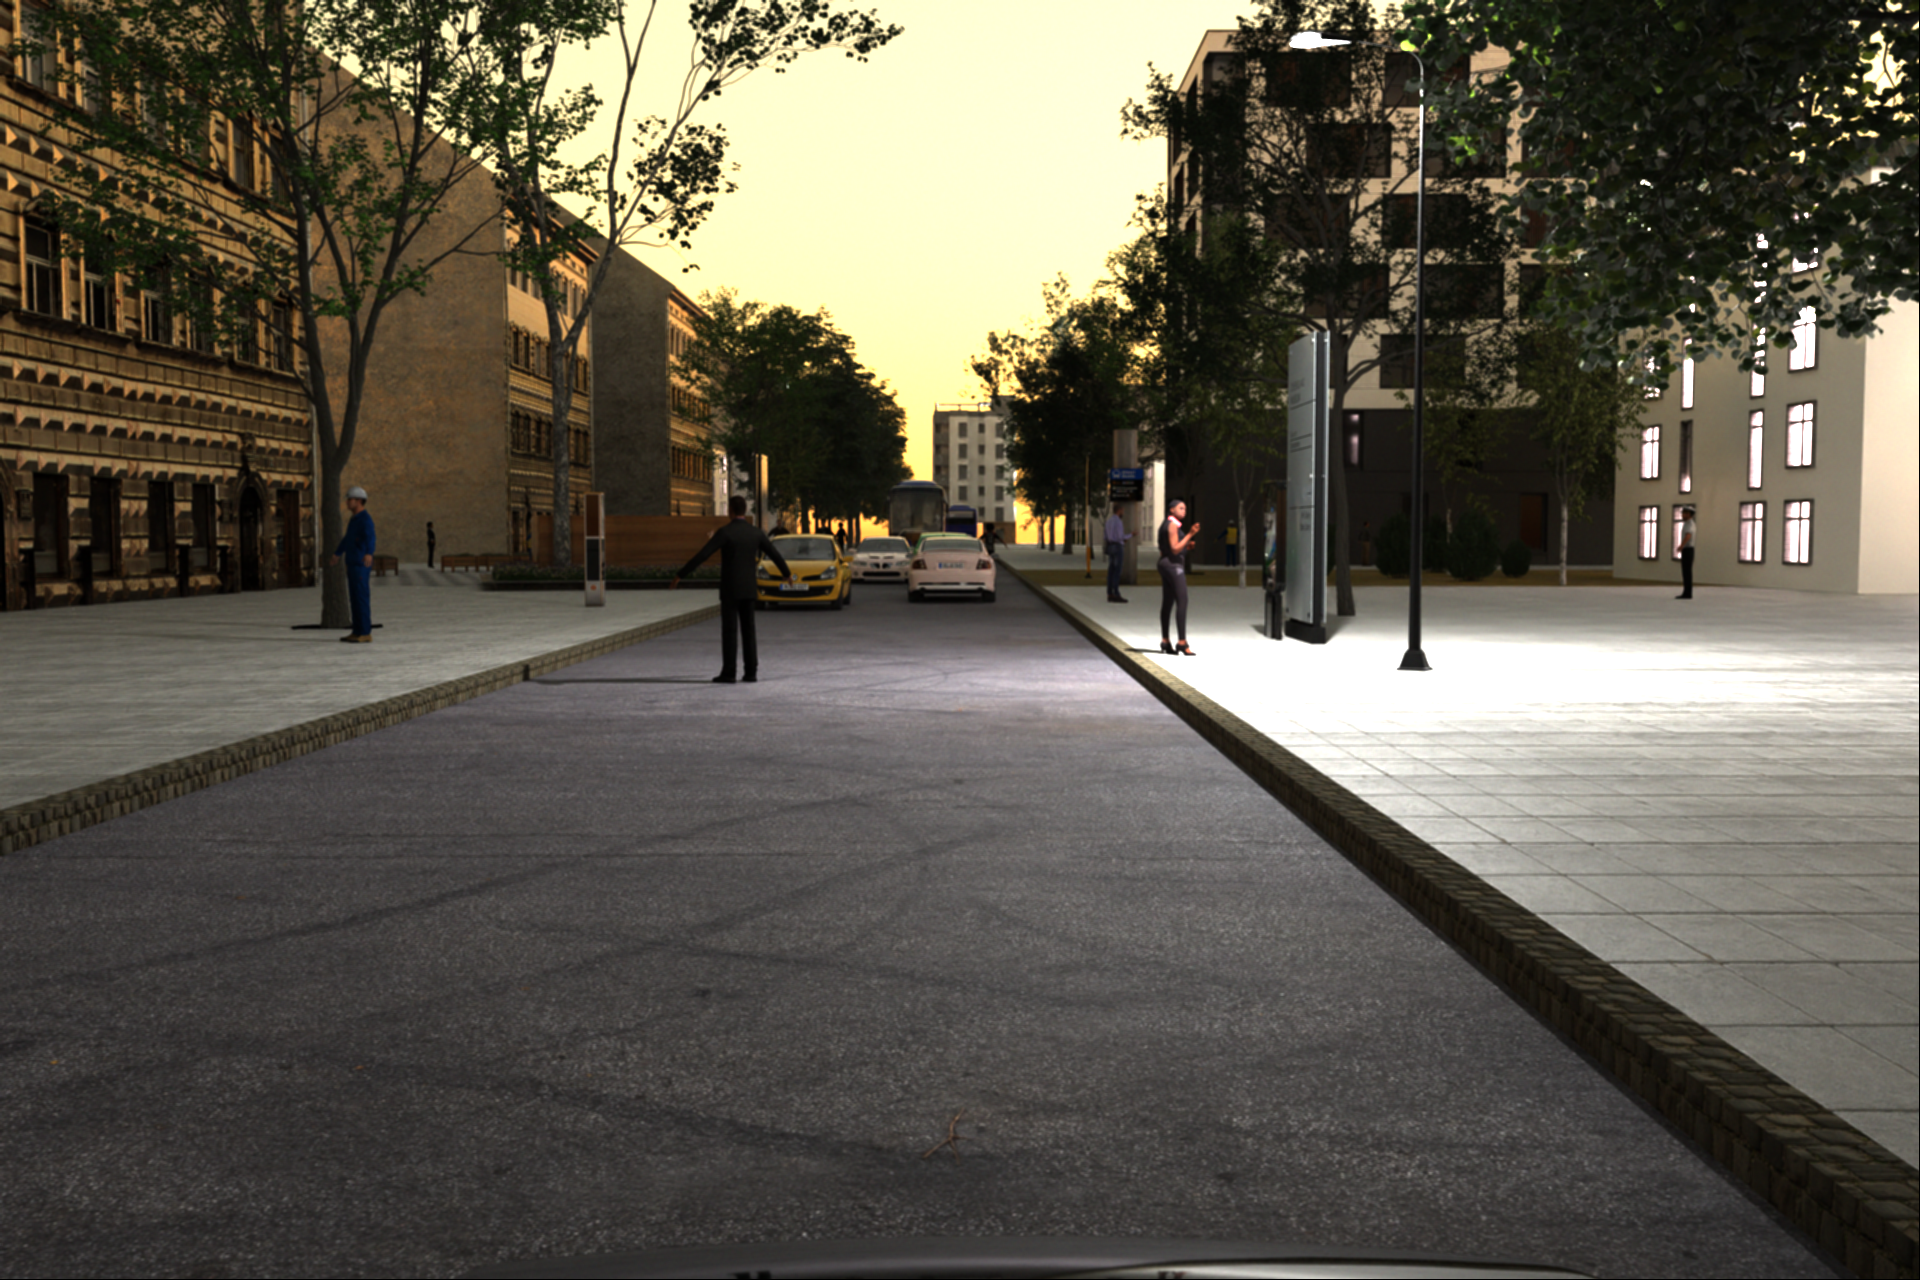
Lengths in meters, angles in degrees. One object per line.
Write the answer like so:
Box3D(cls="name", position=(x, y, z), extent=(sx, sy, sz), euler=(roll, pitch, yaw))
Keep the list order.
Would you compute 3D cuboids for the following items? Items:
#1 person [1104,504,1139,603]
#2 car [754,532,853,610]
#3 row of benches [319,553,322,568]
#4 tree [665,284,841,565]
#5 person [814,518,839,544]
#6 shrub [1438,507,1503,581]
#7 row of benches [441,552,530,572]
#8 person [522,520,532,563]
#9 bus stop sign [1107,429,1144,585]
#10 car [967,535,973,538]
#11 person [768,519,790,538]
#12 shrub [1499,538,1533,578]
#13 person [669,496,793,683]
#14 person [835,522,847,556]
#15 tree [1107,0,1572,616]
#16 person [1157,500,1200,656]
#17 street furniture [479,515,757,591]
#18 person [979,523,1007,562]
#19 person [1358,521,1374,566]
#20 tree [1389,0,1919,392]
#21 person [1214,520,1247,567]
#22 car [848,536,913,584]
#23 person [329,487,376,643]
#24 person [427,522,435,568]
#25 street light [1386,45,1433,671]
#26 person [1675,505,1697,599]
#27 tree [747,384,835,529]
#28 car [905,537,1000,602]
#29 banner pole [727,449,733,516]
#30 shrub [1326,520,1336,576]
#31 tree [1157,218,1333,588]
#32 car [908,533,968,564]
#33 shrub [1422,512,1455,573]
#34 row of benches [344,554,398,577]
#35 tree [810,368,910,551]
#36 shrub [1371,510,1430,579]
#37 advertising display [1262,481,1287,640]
Box3D(cls="person", position=(3.044, -1.630, 32.565), extent=(0.599, 1.838, 0.709), euler=(-2, 4, -24))
Box3D(cls="car", position=(-3.060, -1.443, 33.815), extent=(2.015, 1.641, 3.980), euler=(0, 4, 0))
Box3D(cls="row of benches", position=(-22.190, -2.487, 56.127), extent=(4.104, 0.672, 1.422), euler=(-1, 4, -21))
Box3D(cls="tree", position=(-8.606, -9.000, 72.897), extent=(9.928, 11.665, 9.643), euler=(0, 3, 0))
Box3D(cls="person", position=(-4.762, -3.321, 60.230), extent=(1.347, 1.837, 0.705), euler=(2, 4, 27))
Box3D(cls="shrub", position=(13.859, -2.604, 46.998), extent=(1.690, 2.028, 1.600), euler=(0, 3, 0))
Box3D(cls="row of benches", position=(-15.979, -2.704, 59.666), extent=(1.422, 0.672, 4.104), euler=(3, 4, 36))
Box3D(cls="person", position=(-13.084, -2.835, 52.820), extent=(0.721, 1.772, 1.216), euler=(0, 4, 6))
Box3D(cls="bus stop sign", position=(4.177, -3.350, 43.787), extent=(0.837, 3.901, 0.837), euler=(0, 4, 0))
Box3D(cls="car", position=(-0.113, -3.557, 70.167), extent=(2.014, 1.417, 4.499), euler=(0, 4, -1))
Box3D(cls="person", position=(-6.348, -3.355, 60.993), extent=(1.346, 1.812, 0.704), euler=(-1, 4, -14))
Box3D(cls="shrub", position=(16.425, -2.450, 51.167), extent=(1.383, 1.207, 1.383), euler=(0, 3, 0))
Box3D(cls="person", position=(-2.161, -0.493, 16.750), extent=(1.346, 1.802, 0.704), euler=(-3, 4, -37))
Box3D(cls="person", position=(-5.266, -4.277, 76.121), extent=(0.705, 1.806, 1.347), euler=(2, 4, 26))
Box3D(cls="tree", position=(5.733, -5.661, 26.972), extent=(7.601, 10.594, 8.767), euler=(1, 4, 12))
Box3D(cls="person", position=(2.343, -0.665, 18.389), extent=(0.593, 1.643, 0.415), euler=(3, 5, 41))
Box3D(cls="street furniture", position=(-9.231, -2.161, 42.186), extent=(9.812, 1.723, 11.010), euler=(-1, 4, -16))
Box3D(cls="person", position=(1.055, -3.270, 62.068), extent=(1.345, 1.843, 0.704), euler=(-1, 4, -9))
Box3D(cls="person", position=(16.321, -3.868, 69.512), extent=(0.705, 1.796, 1.348), euler=(-1, 4, -18))
Box3D(cls="tree", position=(6.284, -6.280, 9.332), extent=(9.857, 13.997, 8.962), euler=(0, 3, 0))
Box3D(cls="person", position=(10.675, -3.809, 68.241), extent=(1.349, 1.833, 0.705), euler=(-1, 4, -9))
Box3D(cls="car", position=(-2.254, -2.390, 51.436), extent=(2.083, 1.381, 4.827), euler=(0, 4, 0))
Box3D(cls="person", position=(-7.169, -0.898, 20.558), extent=(0.705, 1.842, 1.347), euler=(-3, 4, -37))
Box3D(cls="person", position=(-19.844, -3.578, 65.219), extent=(0.721, 1.740, 1.216), euler=(-1, 4, -15))
Box3D(cls="street light", position=(4.830, -2.668, 16.160), extent=(1.470, 5.913, 1.316), euler=(0, 4, 0))
Box3D(cls="person", position=(14.398, -1.747, 34.360), extent=(0.704, 1.855, 1.343), euler=(2, 4, 27))
Box3D(cls="tree", position=(-8.530, -8.226, 84.858), extent=(4.737, 8.622, 4.395), euler=(0, 3, 0))
Box3D(cls="car", position=(-0.166, -1.553, 37.756), extent=(2.083, 1.381, 4.827), euler=(0, 4, 0))
Box3D(cls="banner pole", position=(-6.822, -3.762, 51.524), extent=(0.401, 3.779, 0.863), euler=(0, 4, 2))
Box3D(cls="shrub", position=(9.879, -2.727, 48.632), extent=(1.661, 2.075, 1.752), euler=(0, 3, 0))
Box3D(cls="tree", position=(6.634, -5.506, 40.381), extent=(4.737, 8.622, 4.395), euler=(0, 3, 0))
Box3D(cls="car", position=(-0.438, -2.297, 46.351), extent=(1.959, 1.807, 4.718), euler=(0, 4, -1))
Box3D(cls="shrub", position=(15.806, -3.241, 57.411), extent=(1.690, 2.028, 1.600), euler=(0, 3, 0))
Box3D(cls="row of benches", position=(-17.890, -2.229, 51.903), extent=(1.422, 0.672, 4.104), euler=(0, 4, 5))
Box3D(cls="tree", position=(-8.486, -13.772, 131.819), extent=(9.857, 13.997, 8.962), euler=(0, 3, 0))
Box3D(cls="shrub", position=(12.705, -2.786, 49.979), extent=(1.690, 2.028, 1.600), euler=(0, 3, 0))
Box3D(cls="advertising display", position=(3.861, -0.984, 21.302), extent=(0.123, 1.923, 0.974), euler=(0, 4, 0))
